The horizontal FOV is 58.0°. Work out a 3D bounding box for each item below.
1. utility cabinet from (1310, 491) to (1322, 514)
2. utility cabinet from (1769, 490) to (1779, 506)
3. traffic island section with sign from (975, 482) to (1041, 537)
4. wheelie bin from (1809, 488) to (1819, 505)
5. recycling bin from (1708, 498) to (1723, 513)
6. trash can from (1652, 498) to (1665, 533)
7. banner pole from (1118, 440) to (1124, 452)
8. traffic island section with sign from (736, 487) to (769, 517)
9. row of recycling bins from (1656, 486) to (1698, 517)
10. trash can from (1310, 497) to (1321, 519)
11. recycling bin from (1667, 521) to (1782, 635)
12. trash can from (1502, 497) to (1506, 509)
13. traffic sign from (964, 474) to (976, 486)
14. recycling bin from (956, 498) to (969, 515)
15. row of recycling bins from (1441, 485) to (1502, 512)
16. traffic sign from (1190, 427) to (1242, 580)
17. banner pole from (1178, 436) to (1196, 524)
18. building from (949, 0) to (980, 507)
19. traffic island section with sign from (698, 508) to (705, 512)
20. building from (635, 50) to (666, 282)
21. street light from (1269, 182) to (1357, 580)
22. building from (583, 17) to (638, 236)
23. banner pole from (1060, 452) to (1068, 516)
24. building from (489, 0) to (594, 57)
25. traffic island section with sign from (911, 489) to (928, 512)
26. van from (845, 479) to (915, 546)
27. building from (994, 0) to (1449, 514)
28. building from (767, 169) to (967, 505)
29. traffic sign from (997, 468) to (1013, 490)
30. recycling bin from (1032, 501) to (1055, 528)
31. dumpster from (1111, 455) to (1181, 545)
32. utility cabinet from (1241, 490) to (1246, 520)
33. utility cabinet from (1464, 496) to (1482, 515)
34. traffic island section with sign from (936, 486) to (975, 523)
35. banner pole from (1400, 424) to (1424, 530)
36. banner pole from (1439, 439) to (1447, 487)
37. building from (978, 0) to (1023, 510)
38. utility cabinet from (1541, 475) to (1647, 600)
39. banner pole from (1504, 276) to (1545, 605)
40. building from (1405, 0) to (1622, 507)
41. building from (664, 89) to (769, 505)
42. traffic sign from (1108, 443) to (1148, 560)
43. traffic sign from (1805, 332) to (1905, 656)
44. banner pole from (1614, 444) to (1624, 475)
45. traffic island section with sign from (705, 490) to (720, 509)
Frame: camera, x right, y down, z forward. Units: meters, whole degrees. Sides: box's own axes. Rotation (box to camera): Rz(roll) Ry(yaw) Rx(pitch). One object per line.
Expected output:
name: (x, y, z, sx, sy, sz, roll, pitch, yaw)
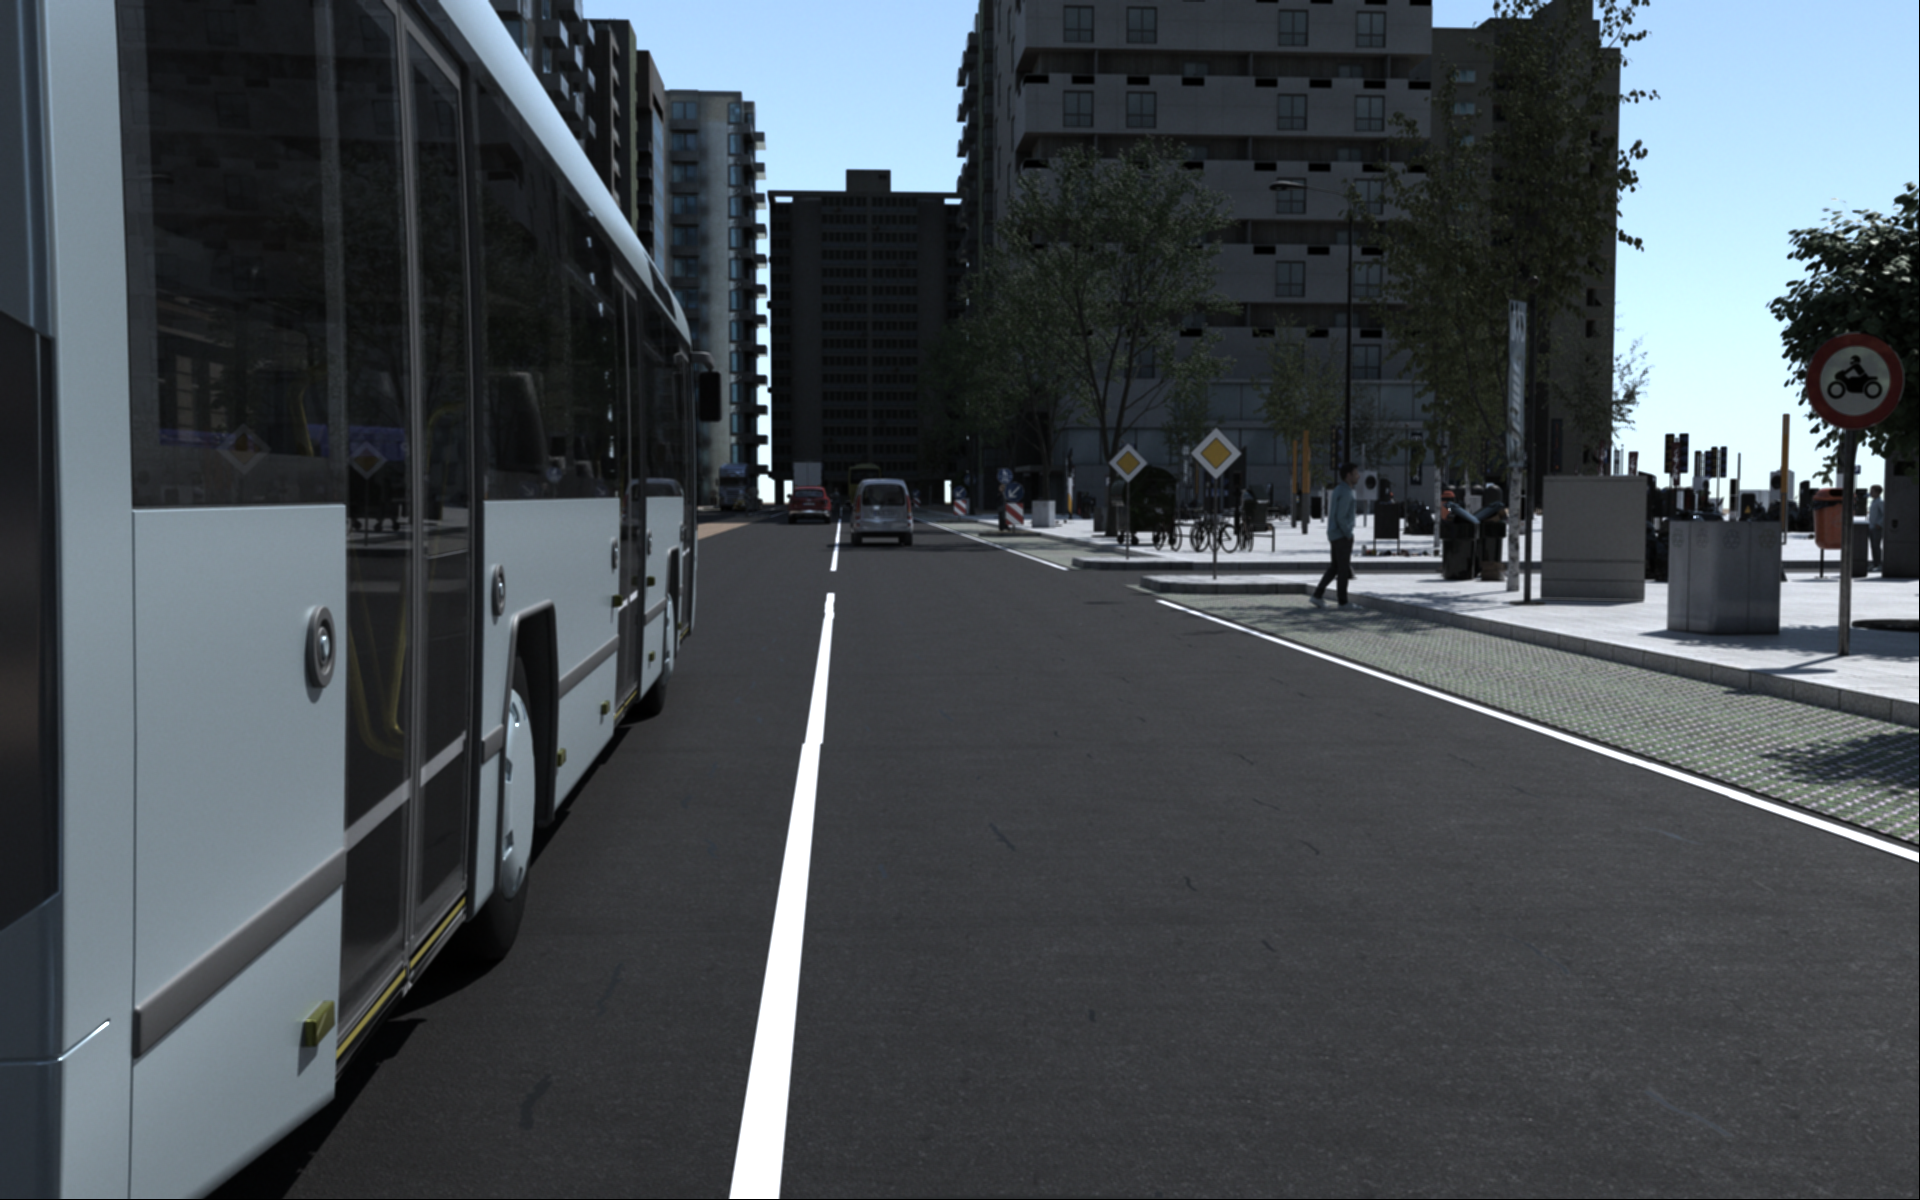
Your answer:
utility cabinet: (22.055, -6.060, 107.752, 0.318, 1.500, 1.173, -2, 4, -26)
utility cabinet: (48.801, -5.861, 104.502, 0.318, 1.500, 1.173, -2, 4, -29)
traffic island section with sign: (1.647, -3.051, 58.505, 1.989, 1.847, 2.006, 0, 4, -4)
wheelie bin: (46.771, -5.314, 94.789, 0.980, 1.594, 0.693, -1, 4, -18)
recycling bin: (46.951, -5.819, 107.699, 0.722, 1.027, 0.722, 3, 5, 41)
trash can: (22.768, -2.768, 56.916, 0.748, 1.137, 0.748, 0, 3, 0)
banner pole: (7.530, -5.574, 81.145, 0.401, 3.779, 0.863, -1, 4, -14)
traffic island section with sign: (-12.912, -6.098, 107.839, 2.006, 1.907, 1.989, 0, 4, -4)
row of recycling bins: (41.019, -5.743, 101.011, 3.534, 1.692, 1.069, 1, 4, 12)
trash can: (18.525, -4.784, 89.868, 0.748, 1.137, 0.748, 0, 3, 0)
recycling bin: (7.099, -0.217, 16.100, 0.722, 1.027, 0.722, -1, 4, -12)
trash can: (26.317, -4.465, 84.663, 0.748, 1.137, 0.748, 0, 3, 0)
traffic sign: (0.636, -6.614, 108.247, 0.768, 2.556, 0.104, 0, 4, 4)
recycling bin: (0.204, -5.714, 105.975, 0.722, 1.027, 0.722, -1, 4, -16)
row of recycling bins: (23.866, -4.514, 80.909, 1.069, 1.692, 3.534, -2, 4, -29)
traffic sign: (3.818, -1.362, 25.916, 0.795, 2.450, 0.064, 0, 4, -4)
banner pole: (9.706, -5.219, 75.351, 0.863, 3.779, 0.401, -3, 4, -36)
building: (11.273, -33.452, 166.552, 23.786, 49.044, 30.456, 0, 4, -4)
traffic island section with sign: (-21.098, -7.696, 134.457, 1.989, 1.847, 2.006, 0, 4, -4)
building: (-37.080, -31.942, 172.358, 14.200, 45.320, 14.600, 0, 4, -4)
street light: (5.294, -3.268, 25.965, 1.470, 5.913, 1.316, 0, 4, -4)
building: (-34.676, -28.191, 144.510, 14.154, 41.232, 14.086, 0, 4, -4)
banner pole: (6.302, -6.882, 102.543, 0.863, 3.779, 0.401, -3, 5, -40)
building: (-37.964, -30.713, 121.770, 23.786, 49.044, 30.456, 0, 4, -4)
traffic island section with sign: (-3.554, -7.759, 135.486, 1.989, 1.847, 2.006, 0, 4, -4)
van: (-2.254, -2.583, 49.245, 2.013, 2.044, 4.112, 0, 4, -5)
building: (16.855, -32.678, 123.518, 28.713, 52.752, 27.495, 0, 4, -4)
building: (-11.111, -31.692, 210.052, 23.993, 40.220, 32.217, 0, 4, -4)
traffic sign: (2.236, -5.249, 85.932, 0.768, 2.556, 0.104, 0, 4, 1)
recycling bin: (3.205, -3.292, 66.377, 0.722, 1.027, 0.722, 2, 4, 24)
dumpster: (4.711, -2.536, 43.953, 1.502, 2.255, 1.985, 0, 4, -4)
utility cabinet: (14.234, -4.663, 84.926, 0.318, 1.500, 1.173, -2, 4, -26)
utility cabinet: (19.394, -3.326, 65.540, 0.306, 1.237, 1.020, 0, 4, -6)
traffic island section with sign: (-0.170, -4.706, 85.573, 1.989, 1.847, 2.006, 0, 4, -4)
banner pole: (16.098, -4.383, 61.681, 0.863, 3.779, 0.401, -1, 4, -15)
banner pole: (21.843, -5.405, 78.387, 0.401, 3.779, 0.863, -1, 4, -12)
building: (8.411, -28.179, 144.318, 14.154, 41.232, 14.086, 0, 4, -4)
utility cabinet: (7.659, -0.749, 20.932, 1.173, 1.500, 0.318, 1, 4, 22)
banner pole: (6.441, -1.825, 19.859, 0.401, 3.779, 0.863, 3, 5, 42)
building: (54.072, -33.709, 174.836, 21.600, 48.544, 21.300, 0, 4, -4)
building: (-38.034, -35.768, 204.423, 30.456, 49.044, 23.786, 0, 4, -4)
traffic sign: (3.280, -1.850, 33.883, 0.795, 2.450, 0.064, 0, 4, -4)
traffic sign: (7.029, -0.831, 13.701, 0.768, 2.556, 0.104, 0, 4, 2)
banner pole: (32.967, -5.914, 86.706, 0.863, 3.779, 0.401, -2, 4, -30)
traffic island section with sign: (-22.955, -9.376, 161.924, 1.989, 1.847, 2.006, 0, 4, -4)
